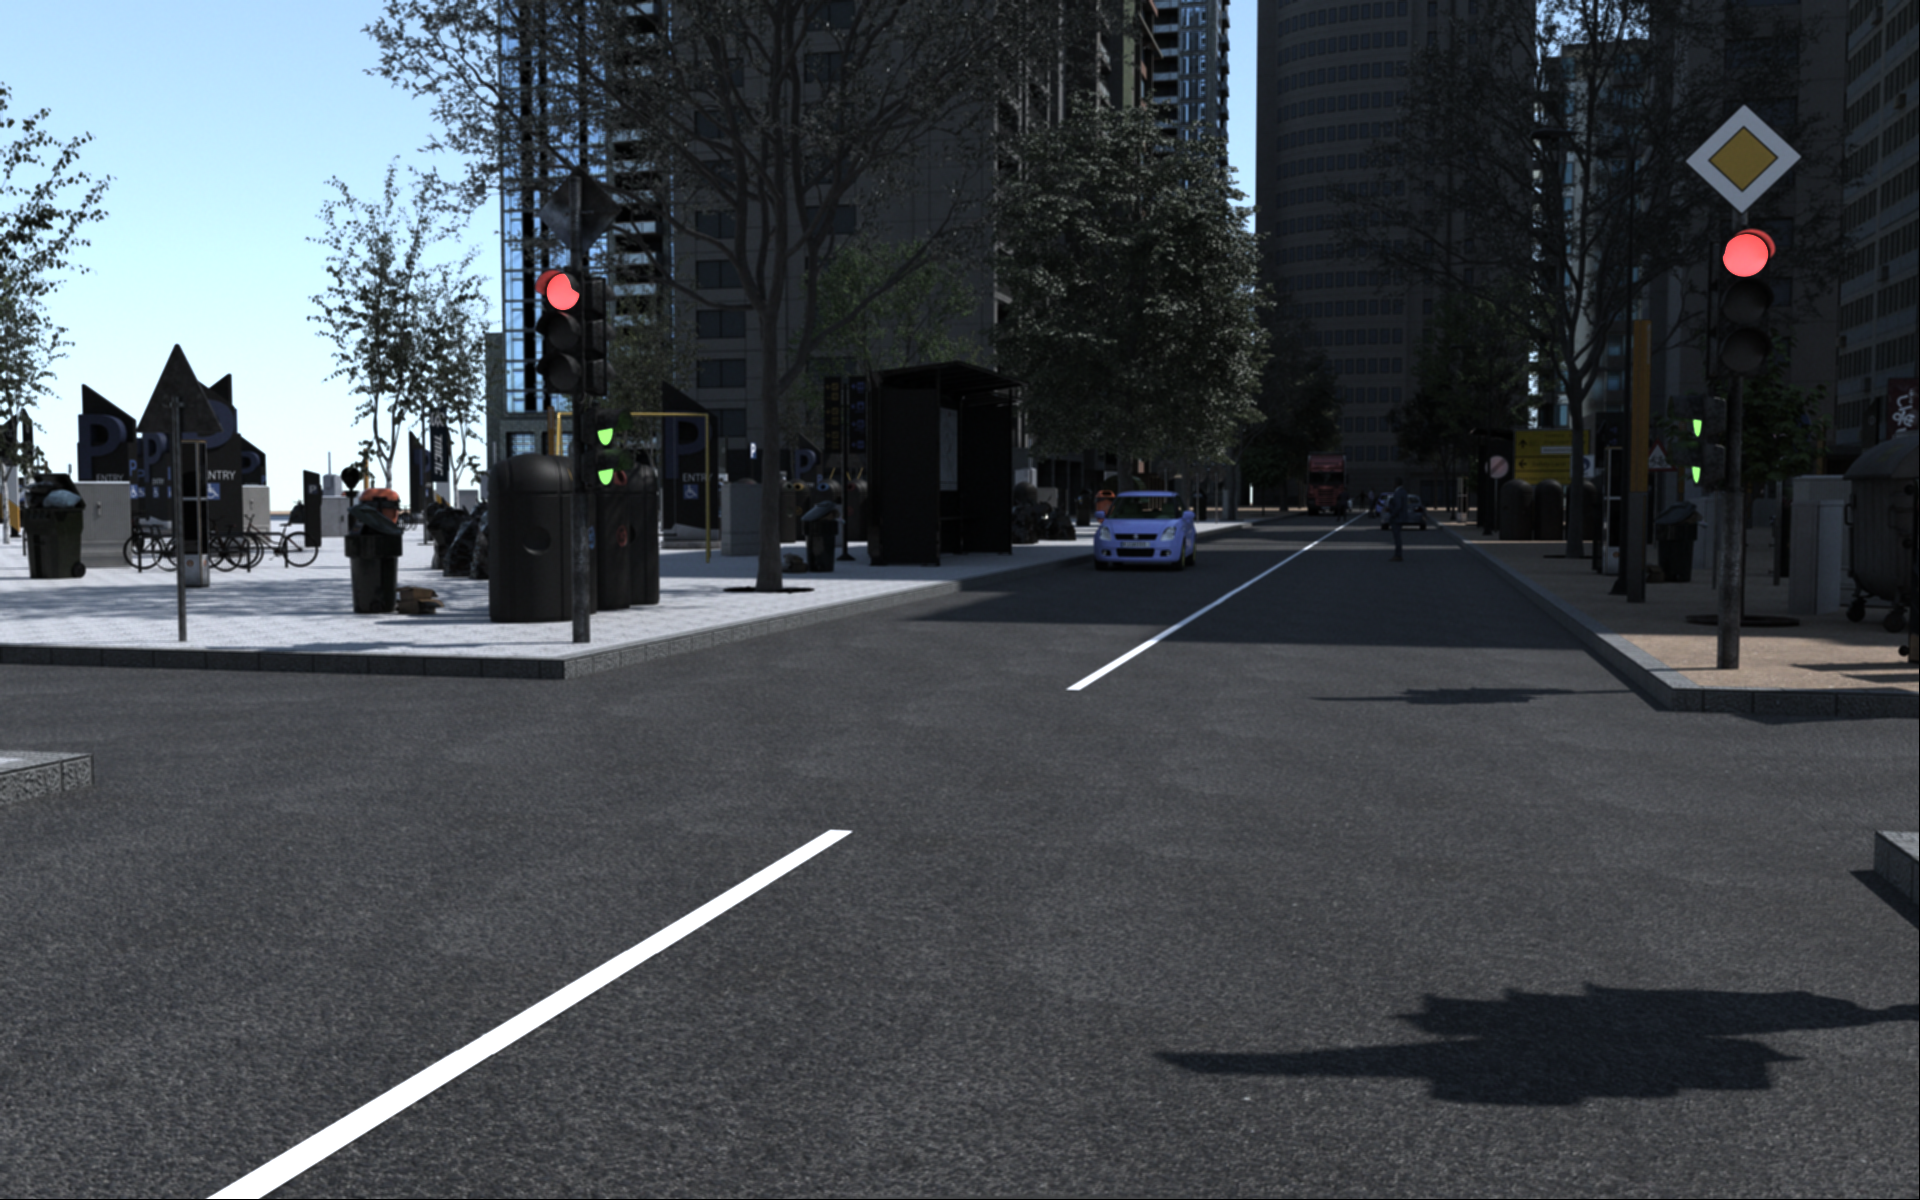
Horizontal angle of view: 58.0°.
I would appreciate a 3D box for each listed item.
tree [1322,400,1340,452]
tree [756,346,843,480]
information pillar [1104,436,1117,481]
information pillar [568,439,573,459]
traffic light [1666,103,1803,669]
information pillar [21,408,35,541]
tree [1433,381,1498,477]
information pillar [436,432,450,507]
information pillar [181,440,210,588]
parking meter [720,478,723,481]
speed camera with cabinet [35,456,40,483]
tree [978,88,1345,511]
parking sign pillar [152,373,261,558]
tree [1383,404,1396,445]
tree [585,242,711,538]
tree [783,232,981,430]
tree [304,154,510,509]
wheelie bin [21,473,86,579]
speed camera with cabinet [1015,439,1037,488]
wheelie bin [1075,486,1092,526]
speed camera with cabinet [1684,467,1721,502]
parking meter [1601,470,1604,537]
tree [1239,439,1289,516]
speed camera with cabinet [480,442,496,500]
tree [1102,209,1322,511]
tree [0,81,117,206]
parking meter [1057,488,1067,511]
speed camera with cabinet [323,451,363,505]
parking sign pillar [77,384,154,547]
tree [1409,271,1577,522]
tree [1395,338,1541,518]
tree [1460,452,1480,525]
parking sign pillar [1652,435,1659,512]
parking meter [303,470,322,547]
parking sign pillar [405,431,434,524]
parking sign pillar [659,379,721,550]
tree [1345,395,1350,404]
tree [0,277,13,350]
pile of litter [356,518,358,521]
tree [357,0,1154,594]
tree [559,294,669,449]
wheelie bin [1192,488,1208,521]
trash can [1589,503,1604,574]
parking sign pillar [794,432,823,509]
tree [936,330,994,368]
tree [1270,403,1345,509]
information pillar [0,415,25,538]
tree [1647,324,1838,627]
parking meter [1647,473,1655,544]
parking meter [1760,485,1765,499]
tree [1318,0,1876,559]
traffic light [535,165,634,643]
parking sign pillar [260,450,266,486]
[{"bbox_3d":[32.143,-14.949,162.537,7.486,12.596,7.792,0,3,0],"label":"tree"},{"bbox_3d":[-8.120,-8.349,86.875,4.360,8.622,3.978,0,3,0],"label":"tree"},{"bbox_3d":[5.473,-4.380,62.964,0.504,3.616,0.183,-1,4,-13],"label":"information pillar"},{"bbox_3d":[-15.613,-4.799,69.819,0.504,3.616,0.183,3,5,43],"label":"information pillar"},{"bbox_3d":[5.633,-1.450,12.633,0.839,4.253,0.868,1,4,14],"label":"traffic light"},{"bbox_3d":[-25.530,-3.433,47.486,0.183,3.616,0.504,0,4,-6],"label":"information pillar"},{"bbox_3d":[31.249,-9.537,106.299,4.360,8.622,3.978,0,3,0],"label":"tree"},{"bbox_3d":[-18.235,-4.268,61.131,0.504,3.616,0.183,-1,4,-12],"label":"information pillar"},{"bbox_3d":[-10.506,-1.176,23.723,0.304,2.012,0.304,0,4,-3],"label":"information pillar"},{"bbox_3d":[-8.928,-3.548,63.729,0.399,1.863,0.255,1,4,16],"label":"parking meter"},{"bbox_3d":[-48.130,-5.882,90.514,0.660,3.252,2.038,-1,4,-12],"label":"speed camera with cabinet"},{"bbox_3d":[5.052,-8.977,53.427,9.857,13.997,8.962,0,3,0],"label":"tree"},{"bbox_3d":[-15.431,-2.873,35.453,1.447,3.967,1.447,3,5,44],"label":"parking sign pillar"},{"bbox_3d":[34.817,-11.572,123.611,8.767,10.594,7.601,-1,4,-11],"label":"tree"},{"bbox_3d":[-8.996,-6.096,50.032,4.360,8.622,3.978,0,3,0],"label":"tree"},{"bbox_3d":[-3.101,-8.659,67.329,9.928,11.665,9.643,0,3,0],"label":"tree"},{"bbox_3d":[-12.638,-5.398,38.615,4.360,8.622,3.978,0,3,0],"label":"tree"},{"bbox_3d":[-13.784,-1.128,26.359,0.980,1.594,0.693,1,4,17],"label":"wheelie bin"},{"bbox_3d":[2.684,-4.178,62.641,0.660,3.252,2.038,2,4,29],"label":"speed camera with cabinet"},{"bbox_3d":[4.973,-3.781,69.721,0.693,1.594,0.980,0,4,2],"label":"wheelie bin"},{"bbox_3d":[22.538,-3.550,52.375,0.660,3.252,2.038,3,5,43],"label":"speed camera with cabinet"},{"bbox_3d":[15.952,-2.252,42.524,0.255,1.863,0.399,-1,4,-15],"label":"parking meter"},{"bbox_3d":[17.832,-7.205,101.516,4.285,4.588,4.351,0,3,0],"label":"tree"},{"bbox_3d":[-17.693,-4.398,66.251,0.660,3.252,2.038,0,4,8],"label":"speed camera with cabinet"},{"bbox_3d":[8.912,-9.253,69.420,7.486,12.596,7.792,0,3,0],"label":"tree"},{"bbox_3d":[-13.896,-4.447,23.069,4.360,8.622,3.978,0,3,0],"label":"tree"},{"bbox_3d":[3.979,-3.623,67.647,0.372,1.533,0.369,0,3,0],"label":"parking meter"},{"bbox_3d":[-28.542,-5.262,80.372,2.038,3.252,0.660,1,4,19],"label":"speed camera with cabinet"},{"bbox_3d":[-20.789,-3.289,42.246,1.447,3.967,1.447,0,4,5],"label":"parking sign pillar"},{"bbox_3d":[24.506,-9.428,79.900,9.928,11.665,9.643,0,3,0],"label":"tree"},{"bbox_3d":[27.829,-9.746,93.751,7.601,10.594,8.767,1,4,16],"label":"tree"},{"bbox_3d":[21.397,-4.719,71.753,1.663,3.219,1.824,0,3,0],"label":"tree"},{"bbox_3d":[31.396,-5.566,79.470,1.447,3.967,1.447,-1,4,-23],"label":"parking sign pillar"},{"bbox_3d":[-15.656,-2.214,41.911,0.399,1.863,0.255,-2,4,-28],"label":"parking meter"},{"bbox_3d":[-23.218,-5.272,74.667,1.447,3.967,1.447,1,4,11],"label":"parking sign pillar"},{"bbox_3d":[-6.322,-3.191,40.644,1.447,3.967,1.447,0,4,-7],"label":"parking sign pillar"},{"bbox_3d":[24.894,-13.835,132.853,9.857,13.997,8.962,0,3,0],"label":"tree"},{"bbox_3d":[-22.716,-5.318,37.313,4.737,8.622,4.395,0,3,0],"label":"tree"},{"bbox_3d":[-19.468,-2.578,56.111,1.176,0.858,1.719,1,4,16],"label":"pile of litter"},{"bbox_3d":[-2.402,-6.856,22.463,12.009,13.543,11.850,0,3,0],"label":"tree"},{"bbox_3d":[-12.571,-6.899,63.155,4.737,8.622,4.395,0,3,0],"label":"tree"},{"bbox_3d":[11.616,-4.648,83.906,0.693,1.594,0.980,0,4,-2],"label":"wheelie bin"},{"bbox_3d":[10.473,-0.987,27.786,0.748,1.137,0.748,0,3,0],"label":"trash can"},{"bbox_3d":[-6.557,-5.295,75.045,1.447,3.967,1.447,3,4,37],"label":"parking sign pillar"},{"bbox_3d":[-0.279,-7.777,77.522,4.737,8.622,4.395,0,3,0],"label":"tree"},{"bbox_3d":[29.841,-13.241,150.899,8.767,10.594,7.601,3,4,39],"label":"tree"},{"bbox_3d":[-28.018,-3.652,51.068,0.504,3.616,0.183,0,4,-7],"label":"information pillar"},{"bbox_3d":[7.625,-1.375,17.089,1.663,3.219,1.824,0,3,0],"label":"tree"},{"bbox_3d":[17.558,-2.363,44.352,0.399,1.863,0.255,0,4,-4],"label":"parking meter"},{"bbox_3d":[37.993,-4.682,82.261,0.399,1.863,0.255,-1,4,-22],"label":"parking meter"},{"bbox_3d":[12.258,-7.567,34.086,12.009,13.543,11.850,0,3,0],"label":"tree"},{"bbox_3d":[-3.256,-1.586,14.846,0.839,4.253,0.868,1,4,14],"label":"traffic light"},{"bbox_3d":[-32.145,-5.506,78.496,1.447,3.967,1.447,1,4,11],"label":"parking sign pillar"}]
